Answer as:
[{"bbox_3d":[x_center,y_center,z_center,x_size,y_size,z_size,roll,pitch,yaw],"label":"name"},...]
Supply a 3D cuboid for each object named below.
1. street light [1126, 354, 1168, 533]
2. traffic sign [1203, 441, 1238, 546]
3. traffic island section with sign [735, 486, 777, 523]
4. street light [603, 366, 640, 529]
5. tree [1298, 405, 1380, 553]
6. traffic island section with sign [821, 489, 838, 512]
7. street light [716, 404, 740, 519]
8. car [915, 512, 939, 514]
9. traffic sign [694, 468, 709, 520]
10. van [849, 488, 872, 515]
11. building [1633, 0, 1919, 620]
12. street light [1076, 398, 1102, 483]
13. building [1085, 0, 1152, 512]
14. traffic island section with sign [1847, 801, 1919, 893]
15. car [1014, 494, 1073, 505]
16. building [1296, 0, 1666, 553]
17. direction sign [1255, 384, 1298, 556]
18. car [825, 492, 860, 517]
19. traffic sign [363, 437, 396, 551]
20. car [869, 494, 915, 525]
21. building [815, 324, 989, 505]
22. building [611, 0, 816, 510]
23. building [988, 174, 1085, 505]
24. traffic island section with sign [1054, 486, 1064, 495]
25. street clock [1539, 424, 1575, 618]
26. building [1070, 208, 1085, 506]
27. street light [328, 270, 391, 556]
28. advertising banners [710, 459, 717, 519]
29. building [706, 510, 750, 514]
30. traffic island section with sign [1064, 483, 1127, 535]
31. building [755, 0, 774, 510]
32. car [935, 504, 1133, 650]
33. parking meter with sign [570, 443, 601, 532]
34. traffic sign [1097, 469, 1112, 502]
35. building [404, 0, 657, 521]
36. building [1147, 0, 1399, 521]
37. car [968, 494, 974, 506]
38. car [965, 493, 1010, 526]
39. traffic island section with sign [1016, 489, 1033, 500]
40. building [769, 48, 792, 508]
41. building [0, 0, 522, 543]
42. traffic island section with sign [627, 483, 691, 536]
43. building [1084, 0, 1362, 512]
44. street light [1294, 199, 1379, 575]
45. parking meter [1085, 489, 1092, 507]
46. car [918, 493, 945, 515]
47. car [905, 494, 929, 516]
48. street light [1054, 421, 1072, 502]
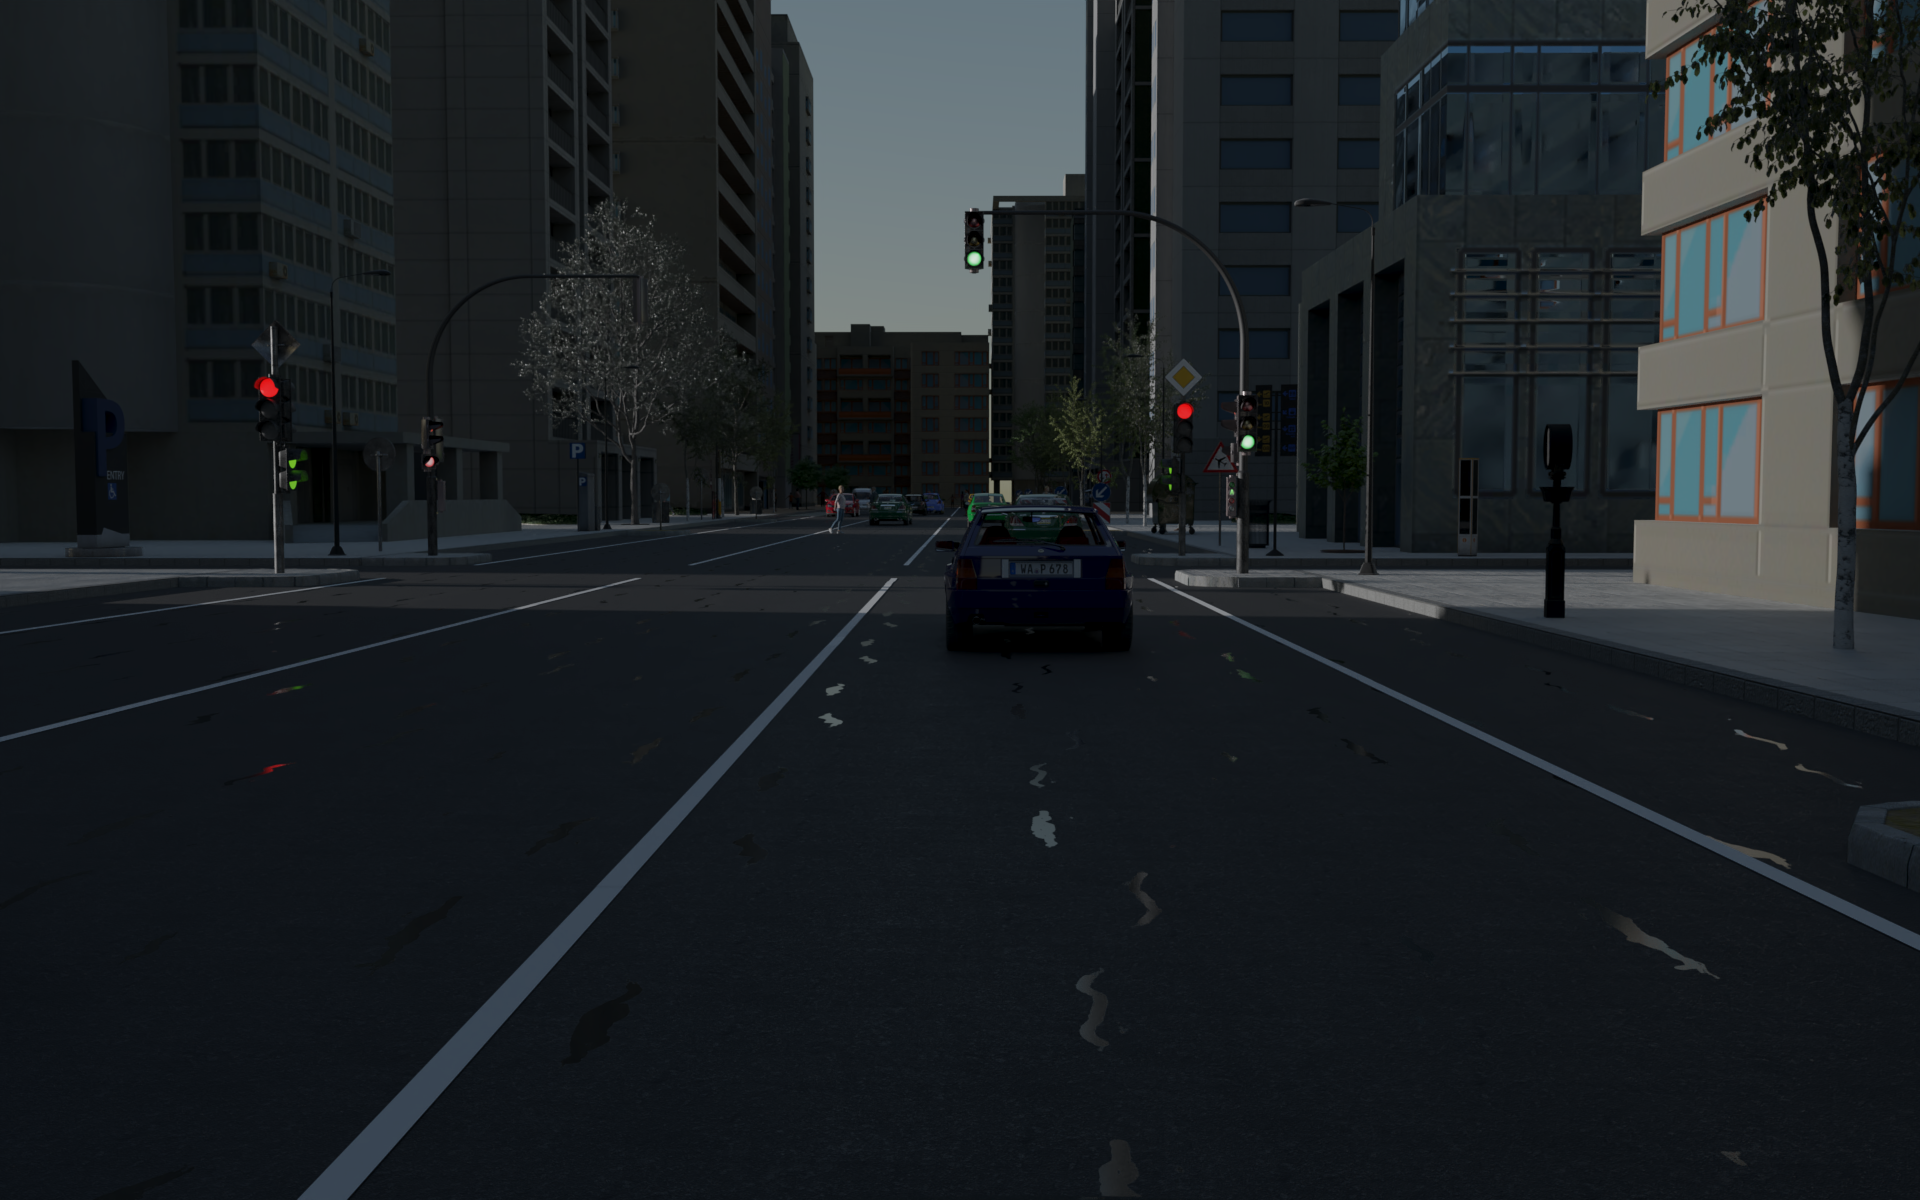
[{"bbox_3d":[6.217,-5.201,57.570,1.470,5.913,1.316,0,4,0],"label":"street light"},{"bbox_3d":[6.433,-2.619,42.816,0.884,2.594,0.081,0,4,1],"label":"traffic sign"},{"bbox_3d":[-10.326,-4.846,87.867,1.989,1.847,2.006,0,4,0],"label":"traffic island section with sign"},{"bbox_3d":[-12.270,-5.515,62.714,1.470,5.913,1.316,0,4,0],"label":"street light"},{"bbox_3d":[8.459,-2.656,38.027,1.663,3.219,1.824,0,3,0],"label":"tree"},{"bbox_3d":[-9.987,-7.904,137.863,1.989,1.847,2.006,0,4,0],"label":"traffic island section with sign"},{"bbox_3d":[-12.009,-7.144,89.341,1.470,5.913,1.316,0,4,0],"label":"street light"},{"bbox_3d":[-2.451,-7.052,127.885,1.945,1.354,3.894,0,4,1],"label":"car"},{"bbox_3d":[-12.793,-5.233,85.661,0.768,2.556,0.104,0,4,1],"label":"traffic sign"},{"bbox_3d":[-6.760,-6.889,119.640,2.013,2.044,4.112,0,4,-1],"label":"van"},{"bbox_3d":[23.549,-10.096,10.108,27.650,21.520,28.899,0,4,0],"label":"building"},{"bbox_3d":[6.345,-6.829,84.198,1.470,5.913,1.316,0,4,0],"label":"street light"},{"bbox_3d":[20.406,-42.245,128.957,20.563,71.187,20.611,0,4,0],"label":"building"},{"bbox_3d":[4.440,0.145,6.251,1.989,1.847,2.006,0,4,0],"label":"traffic island section with sign"},{"bbox_3d":[2.007,-1.839,41.870,2.131,1.459,4.920,0,4,2],"label":"car"},{"bbox_3d":[25.401,-44.857,46.089,31.000,86.520,22.319,0,4,0],"label":"building"},{"bbox_3d":[6.540,-2.684,35.878,0.876,3.537,0.379,2,4,23],"label":"direction sign"},{"bbox_3d":[-7.362,-6.117,109.058,2.155,1.783,4.494,0,4,2],"label":"car"},{"bbox_3d":[-12.967,-2.359,38.673,0.768,2.556,0.104,0,4,8],"label":"traffic sign"},{"bbox_3d":[-3.202,-4.209,80.621,2.131,1.459,4.920,0,4,2],"label":"car"},{"bbox_3d":[-11.004,-22.403,211.329,28.899,21.520,27.650,0,4,0],"label":"building"},{"bbox_3d":[-26.041,-33.621,173.407,21.600,48.544,21.300,0,4,0],"label":"building"},{"bbox_3d":[15.456,-31.861,212.813,23.993,40.220,32.217,0,4,0],"label":"building"},{"bbox_3d":[4.998,-4.880,88.415,1.989,1.847,2.006,0,4,0],"label":"traffic island section with sign"},{"bbox_3d":[6.174,-0.817,17.933,0.358,2.002,0.471,1,4,10],"label":"street clock"},{"bbox_3d":[18.157,-24.782,176.893,14.160,30.474,14.107,0,4,0],"label":"building"},{"bbox_3d":[-12.480,-3.882,36.016,1.470,5.913,1.316,0,4,0],"label":"street light"},{"bbox_3d":[-12.509,-5.599,87.735,0.090,3.025,2.074,0,4,0],"label":"advertising banners"},{"bbox_3d":[-26.226,-30.455,121.635,21.300,48.544,21.600,0,4,0],"label":"building"},{"bbox_3d":[4.805,-3.198,60.918,1.989,1.847,2.006,0,4,0],"label":"traffic island section with sign"},{"bbox_3d":[-22.819,-29.937,139.577,14.600,45.320,14.200,0,4,0],"label":"building"},{"bbox_3d":[0.721,-0.283,17.209,1.945,1.354,3.894,0,3,0],"label":"car"},{"bbox_3d":[-12.869,-3.878,59.664,0.543,3.016,1.738,0,4,7],"label":"parking meter with sign"},{"bbox_3d":[7.396,-5.420,88.726,0.768,2.556,0.104,1,4,10],"label":"traffic sign"},{"bbox_3d":[-26.578,-39.673,86.912,20.563,71.187,20.611,0,4,0],"label":"building"},{"bbox_3d":[21.226,-33.876,95.877,21.231,58.520,28.212,0,4,0],"label":"building"},{"bbox_3d":[1.681,-10.793,186.685,2.015,1.641,3.980,0,4,1],"label":"car"},{"bbox_3d":[1.199,-3.992,74.065,1.959,1.807,4.718,0,4,0],"label":"car"},{"bbox_3d":[5.340,-7.933,138.335,1.989,1.847,2.006,0,4,0],"label":"traffic island section with sign"},{"bbox_3d":[-22.857,-28.789,154.292,14.154,41.232,14.086,0,4,0],"label":"building"},{"bbox_3d":[-31.436,-22.046,52.338,32.217,40.220,23.993,0,4,0],"label":"building"},{"bbox_3d":[-10.521,-3.185,60.709,1.989,1.847,2.006,0,4,0],"label":"traffic island section with sign"},{"bbox_3d":[21.639,-37.444,154.203,21.231,58.520,28.212,0,4,0],"label":"building"},{"bbox_3d":[5.957,-3.355,27.391,1.470,5.913,1.316,0,4,0],"label":"street light"},{"bbox_3d":[6.832,-5.128,92.247,0.372,1.533,0.369,0,3,0],"label":"parking meter"},{"bbox_3d":[-2.018,-6.885,122.164,1.945,1.707,3.694,0,4,2],"label":"car"},{"bbox_3d":[-3.059,-6.451,115.267,2.009,1.686,4.222,0,4,0],"label":"car"},{"bbox_3d":[6.555,-8.458,110.826,1.470,5.913,1.316,0,4,0],"label":"street light"}]
